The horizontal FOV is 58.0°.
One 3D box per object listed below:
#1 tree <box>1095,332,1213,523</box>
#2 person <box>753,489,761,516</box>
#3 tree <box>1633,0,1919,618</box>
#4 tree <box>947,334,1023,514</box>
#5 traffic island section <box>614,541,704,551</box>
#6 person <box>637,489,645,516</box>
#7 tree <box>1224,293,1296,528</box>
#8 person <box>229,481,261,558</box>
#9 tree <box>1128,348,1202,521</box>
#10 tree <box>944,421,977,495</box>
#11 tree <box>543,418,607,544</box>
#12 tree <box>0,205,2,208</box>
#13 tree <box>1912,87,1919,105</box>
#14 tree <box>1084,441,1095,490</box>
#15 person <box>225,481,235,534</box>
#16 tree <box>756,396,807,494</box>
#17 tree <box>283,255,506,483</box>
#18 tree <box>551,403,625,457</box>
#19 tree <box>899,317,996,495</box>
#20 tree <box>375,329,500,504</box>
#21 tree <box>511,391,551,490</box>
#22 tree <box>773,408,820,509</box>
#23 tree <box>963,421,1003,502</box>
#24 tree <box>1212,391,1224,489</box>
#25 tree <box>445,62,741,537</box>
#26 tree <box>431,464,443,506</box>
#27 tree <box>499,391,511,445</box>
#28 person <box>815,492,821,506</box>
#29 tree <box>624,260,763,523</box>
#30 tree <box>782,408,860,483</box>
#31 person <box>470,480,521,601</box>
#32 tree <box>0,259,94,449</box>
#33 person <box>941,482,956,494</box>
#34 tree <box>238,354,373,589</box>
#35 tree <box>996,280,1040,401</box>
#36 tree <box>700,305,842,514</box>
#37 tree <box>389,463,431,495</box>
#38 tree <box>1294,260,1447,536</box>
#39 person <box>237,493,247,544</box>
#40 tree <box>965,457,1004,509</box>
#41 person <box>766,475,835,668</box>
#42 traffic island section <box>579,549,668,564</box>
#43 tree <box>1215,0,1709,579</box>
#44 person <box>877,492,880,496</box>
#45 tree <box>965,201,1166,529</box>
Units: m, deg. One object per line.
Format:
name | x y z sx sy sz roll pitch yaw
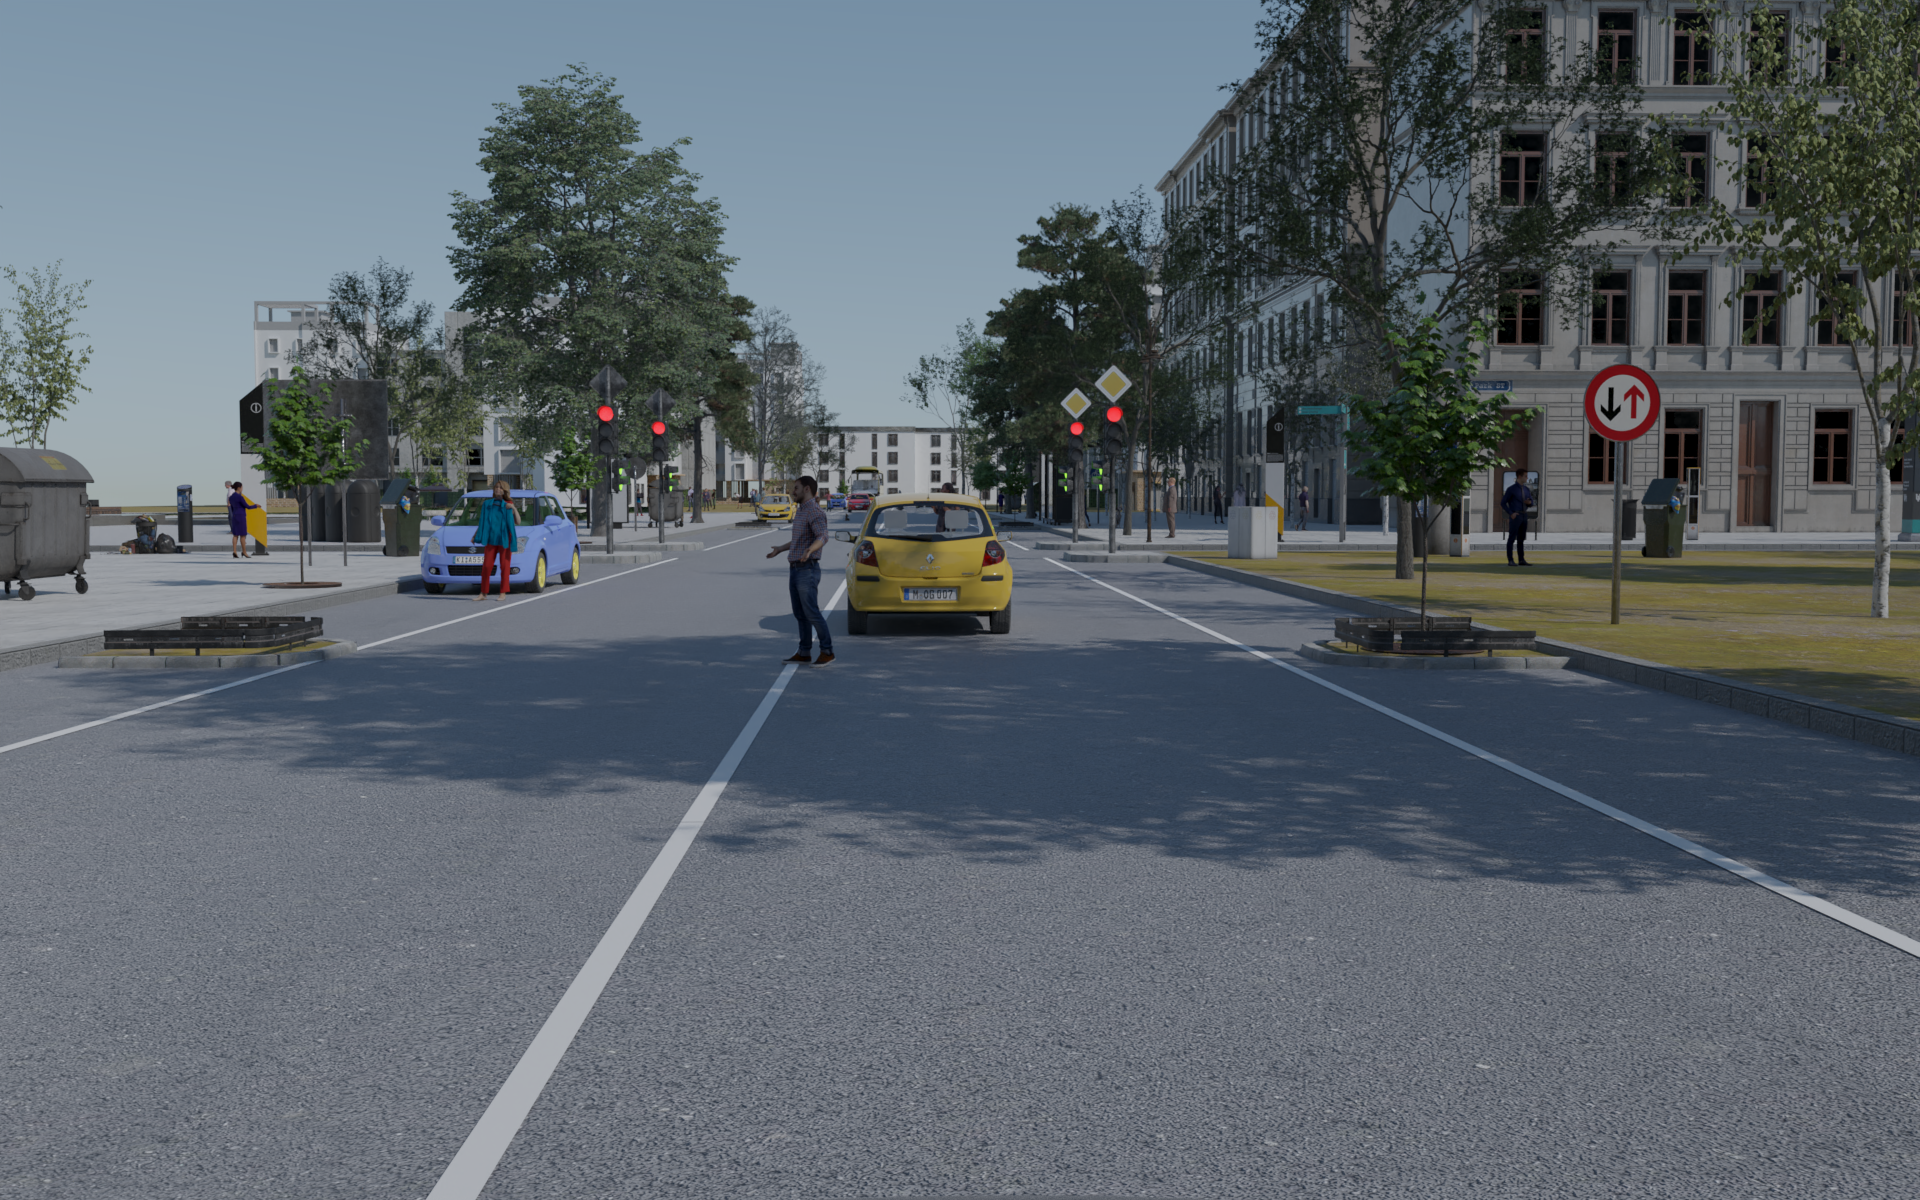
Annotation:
tree | 8.575 -7.762 77.279 4.360 8.622 3.978 0 3 0
person | -11.571 -5.549 98.973 0.499 1.552 0.429 0 4 -2
tree | 9.337 -4.121 17.734 4.737 8.622 4.395 0 3 0
tree | 3.037 -11.276 110.116 9.928 11.665 9.643 0 3 0
traffic island section | -7.789 -1.396 45.108 2.009 0.180 2.903 0 4 -2
person | -18.757 -5.721 101.445 0.647 1.594 0.662 0 4 3
tree | 12.646 -6.982 64.519 4.360 8.622 3.978 0 3 0
person | -14.332 -1.605 34.647 0.453 1.535 0.546 1 4 14
tree | 9.266 -8.037 81.765 4.737 8.622 4.395 0 3 0
tree | 0.707 -13.629 173.188 4.360 8.622 3.978 0 3 0
tree | -9.998 -3.053 44.511 1.663 3.219 1.824 0 3 0
tree | -16.861 -4.605 25.657 4.737 8.622 4.395 0 3 0
tree | 7.508 -6.151 7.227 9.857 13.997 8.962 0 3 0
tree | 8.704 -9.285 102.177 4.360 8.622 3.978 0 3 0
person | -23.271 -2.949 55.191 0.436 1.711 0.756 0 4 -1
tree | -13.318 -10.953 129.450 4.737 8.622 4.395 0 3 0
tree | -21.940 -8.123 67.218 8.767 10.594 7.601 -1 4 -14
tree | -19.437 -8.962 96.889 4.737 8.622 4.395 0 3 0
tree | -0.220 -20.333 188.328 12.611 20.169 13.585 0 3 0
tree | -23.754 -7.700 76.254 4.737 8.622 4.395 0 3 0
tree | -26.861 -9.603 107.366 4.737 8.622 4.395 0 3 0
tree | -13.984 -12.114 148.422 4.360 8.622 3.978 0 3 0
tree | 1.990 -12.541 155.412 4.737 8.622 4.395 0 3 0
tree | 11.918 -8.486 89.110 4.360 8.622 3.978 0 3 0
tree | -10.806 -8.883 51.895 9.857 13.997 8.962 0 3 0
tree | -33.996 -7.167 111.776 1.663 3.219 1.824 0 3 0
tree | -26.368 -8.620 91.298 4.737 8.622 4.395 0 3 0
person | -6.533 -4.140 78.459 0.482 1.546 0.388 2 4 25
tree | -11.541 -9.418 76.037 6.751 12.117 7.091 0 3 0
tree | -14.966 -15.076 180.911 7.601 10.594 8.767 3 5 44
person | -6.209 -0.795 23.198 0.593 1.614 0.444 2 4 25
tree | -28.953 -6.343 54.068 4.737 8.622 4.395 0 3 0
person | -0.306 -1.284 30.964 0.593 1.643 0.415 -2 4 -23
tree | -9.139 -1.780 23.699 1.663 3.219 1.824 0 3 0
tree | 5.091 -7.254 53.021 8.767 10.594 7.601 1 4 11
tree | -12.860 -12.327 111.914 12.009 13.543 11.850 0 3 0
tree | -34.597 -6.967 108.508 1.663 3.219 1.824 0 3 0
tree | 12.999 -6.271 52.887 4.360 8.622 3.978 0 3 0
person | -18.385 -2.197 44.166 0.569 1.553 0.471 2 4 34
tree | 2.123 -10.106 148.940 4.285 4.588 4.351 0 3 0
person | -1.299 -0.241 14.401 0.435 1.587 0.963 -2 4 -28
traffic island section | -7.523 -0.908 37.127 2.009 0.180 2.903 0 4 -2
tree | 6.917 -5.609 26.119 8.767 10.594 7.601 2 4 31
person | -5.696 -6.729 120.473 0.435 1.587 0.963 0 4 4
tree | 4.365 -8.667 63.768 6.751 12.117 7.091 0 3 0
